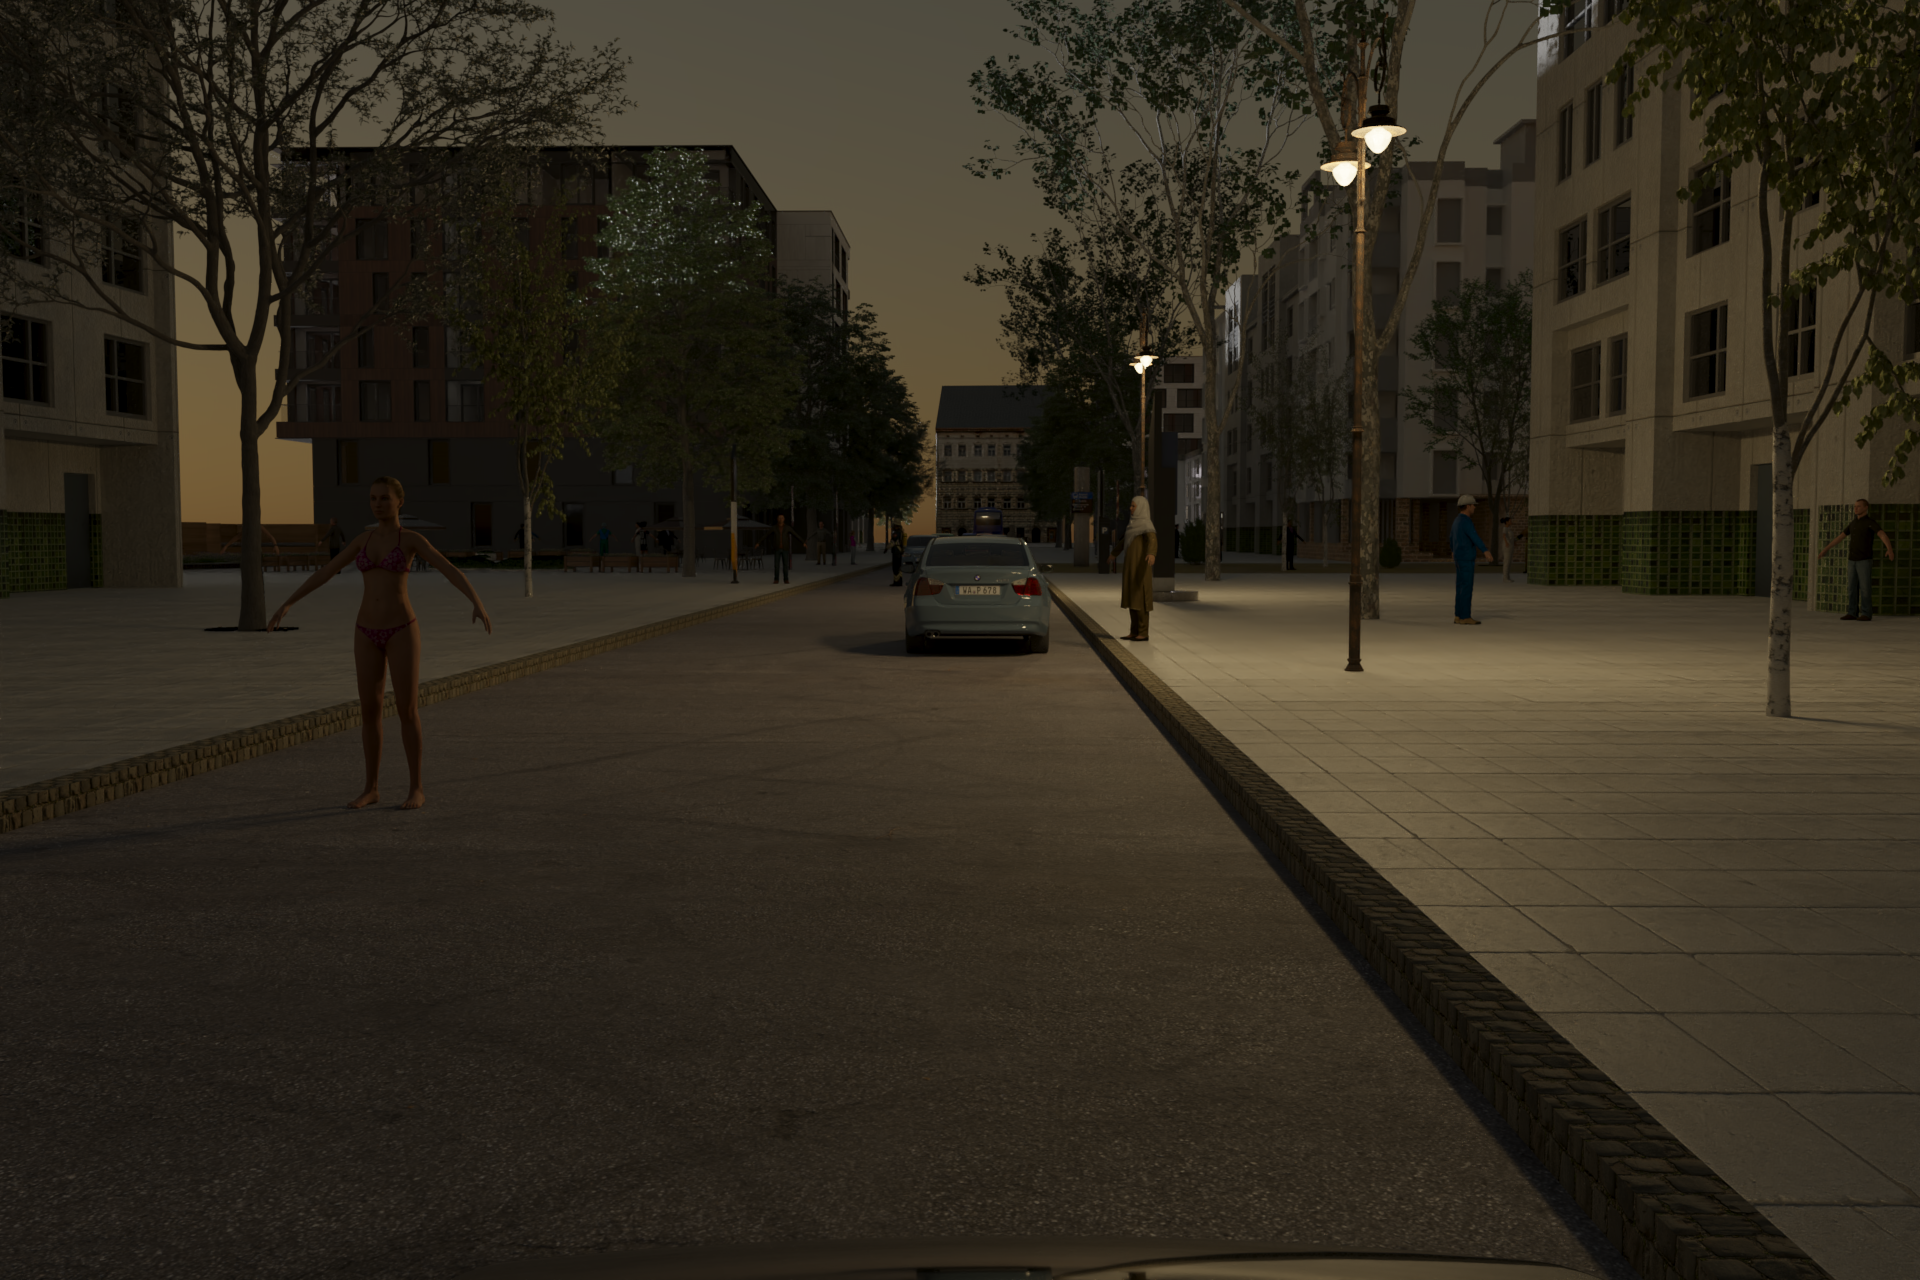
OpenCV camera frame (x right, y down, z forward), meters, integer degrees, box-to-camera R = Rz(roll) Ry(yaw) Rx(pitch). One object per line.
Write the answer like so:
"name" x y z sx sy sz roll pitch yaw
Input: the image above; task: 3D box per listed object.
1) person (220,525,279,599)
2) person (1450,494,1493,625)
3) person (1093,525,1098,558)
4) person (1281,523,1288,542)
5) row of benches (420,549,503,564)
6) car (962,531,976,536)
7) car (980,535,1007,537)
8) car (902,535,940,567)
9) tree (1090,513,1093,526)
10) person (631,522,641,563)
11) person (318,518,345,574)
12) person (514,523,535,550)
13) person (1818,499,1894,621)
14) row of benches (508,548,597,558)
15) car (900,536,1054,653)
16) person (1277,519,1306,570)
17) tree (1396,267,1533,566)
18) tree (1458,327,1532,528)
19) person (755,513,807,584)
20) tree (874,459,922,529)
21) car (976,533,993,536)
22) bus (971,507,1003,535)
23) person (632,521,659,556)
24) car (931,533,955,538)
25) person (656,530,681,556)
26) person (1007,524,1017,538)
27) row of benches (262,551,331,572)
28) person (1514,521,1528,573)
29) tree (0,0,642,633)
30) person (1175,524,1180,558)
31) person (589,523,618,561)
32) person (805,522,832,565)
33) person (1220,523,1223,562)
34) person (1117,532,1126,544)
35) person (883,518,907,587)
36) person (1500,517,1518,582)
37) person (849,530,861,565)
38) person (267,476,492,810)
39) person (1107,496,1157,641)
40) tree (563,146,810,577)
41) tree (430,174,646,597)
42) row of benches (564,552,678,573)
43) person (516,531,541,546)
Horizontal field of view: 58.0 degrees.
"person" -12.737 -1.486 31.100 1.217 1.737 0.721 1 4 16
"person" 7.223 -1.149 24.664 0.705 1.842 1.347 0 4 -5
"person" 7.336 -5.231 91.488 0.705 1.833 1.349 -1 4 -15
"person" 15.080 -4.513 79.636 0.705 1.847 1.347 2 4 30
"row of benches" -20.937 -3.488 72.491 4.104 0.672 1.422 2 4 26
"car" 0.800 -8.540 149.222 1.945 1.707 3.694 0 4 1
"car" 1.415 -3.706 72.593 2.014 1.417 4.499 0 4 2
"car" -1.417 -3.463 68.625 2.014 1.417 4.499 0 4 1
"tree" 21.694 -20.106 246.856 7.486 12.596 7.792 0 3 0
"person" -14.368 -4.346 77.246 0.705 1.806 1.347 -2 4 -29
"person" -19.942 -2.996 55.160 0.705 1.807 1.348 1 4 15
"person" -21.265 -4.779 84.321 1.347 1.806 0.705 2 4 31
"person" 13.305 -1.188 25.635 0.705 1.803 1.348 -1 4 -18
"row of benches" -17.633 -3.654 75.201 4.104 0.672 1.422 1 4 15
"car" 0.217 -0.617 22.085 2.014 1.417 4.499 0 4 0
"person" 11.761 -3.392 61.678 1.346 1.802 0.704 -2 4 -33
"tree" 21.298 -8.751 68.834 9.928 11.665 9.643 0 3 0
"tree" 19.490 -6.822 61.897 4.360 8.622 3.978 0 3 0
"person" -4.618 -2.364 44.715 1.348 1.821 0.705 0 4 -6
"tree" -9.232 -20.611 255.124 7.486 12.596 7.792 0 3 0
"car" 1.935 -7.747 135.702 2.155 1.783 4.494 0 3 0
"bus" 2.489 -10.154 157.562 2.896 3.916 12.251 0 3 0
"person" -13.341 -4.101 73.191 1.345 1.843 0.704 2 4 25
"car" -0.961 -5.282 95.154 1.959 1.807 4.718 0 4 1
"person" -11.882 -3.898 70.453 0.721 1.740 1.216 3 5 45
"person" 2.086 -3.655 68.338 0.705 1.813 1.348 -2 4 -24
"row of benches" -23.028 -2.711 59.790 1.422 0.672 4.104 1 4 19
"person" 18.610 -3.101 56.462 1.354 1.858 0.705 0 4 -6
"tree" -9.356 -6.872 22.723 12.009 13.543 11.850 0 3 0
"person" 11.438 -5.213 91.167 0.705 1.837 1.347 -1 4 -12
"person" -16.877 -4.647 82.098 1.347 1.817 0.704 -1 4 -20
"person" -5.773 -4.024 72.060 1.348 1.796 0.705 1 4 12
"person" 11.874 -4.484 79.440 0.705 1.813 1.348 0 4 -5
"person" 6.023 -3.260 59.442 1.346 1.812 0.704 1 4 15
"person" -1.745 -2.395 47.394 0.705 1.856 1.354 1 4 19
"person" 14.647 -2.402 46.052 0.721 1.739 1.217 2 4 29
"person" -4.388 -3.843 72.093 0.599 1.433 0.991 -2 4 -30
"person" -3.019 0.013 9.042 1.217 1.733 0.721 0 4 7
"person" 2.064 -0.858 20.798 0.721 1.736 1.217 -1 4 -19
"tree" -8.502 -8.169 51.686 7.486 12.596 7.792 0 3 0
"tree" -8.579 -5.187 35.172 4.737 8.622 4.395 0 3 0
"row of benches" -11.397 -2.588 57.782 4.104 0.672 1.422 1 4 19
"person" -21.582 -4.902 86.614 1.216 1.772 0.721 0 4 -8
